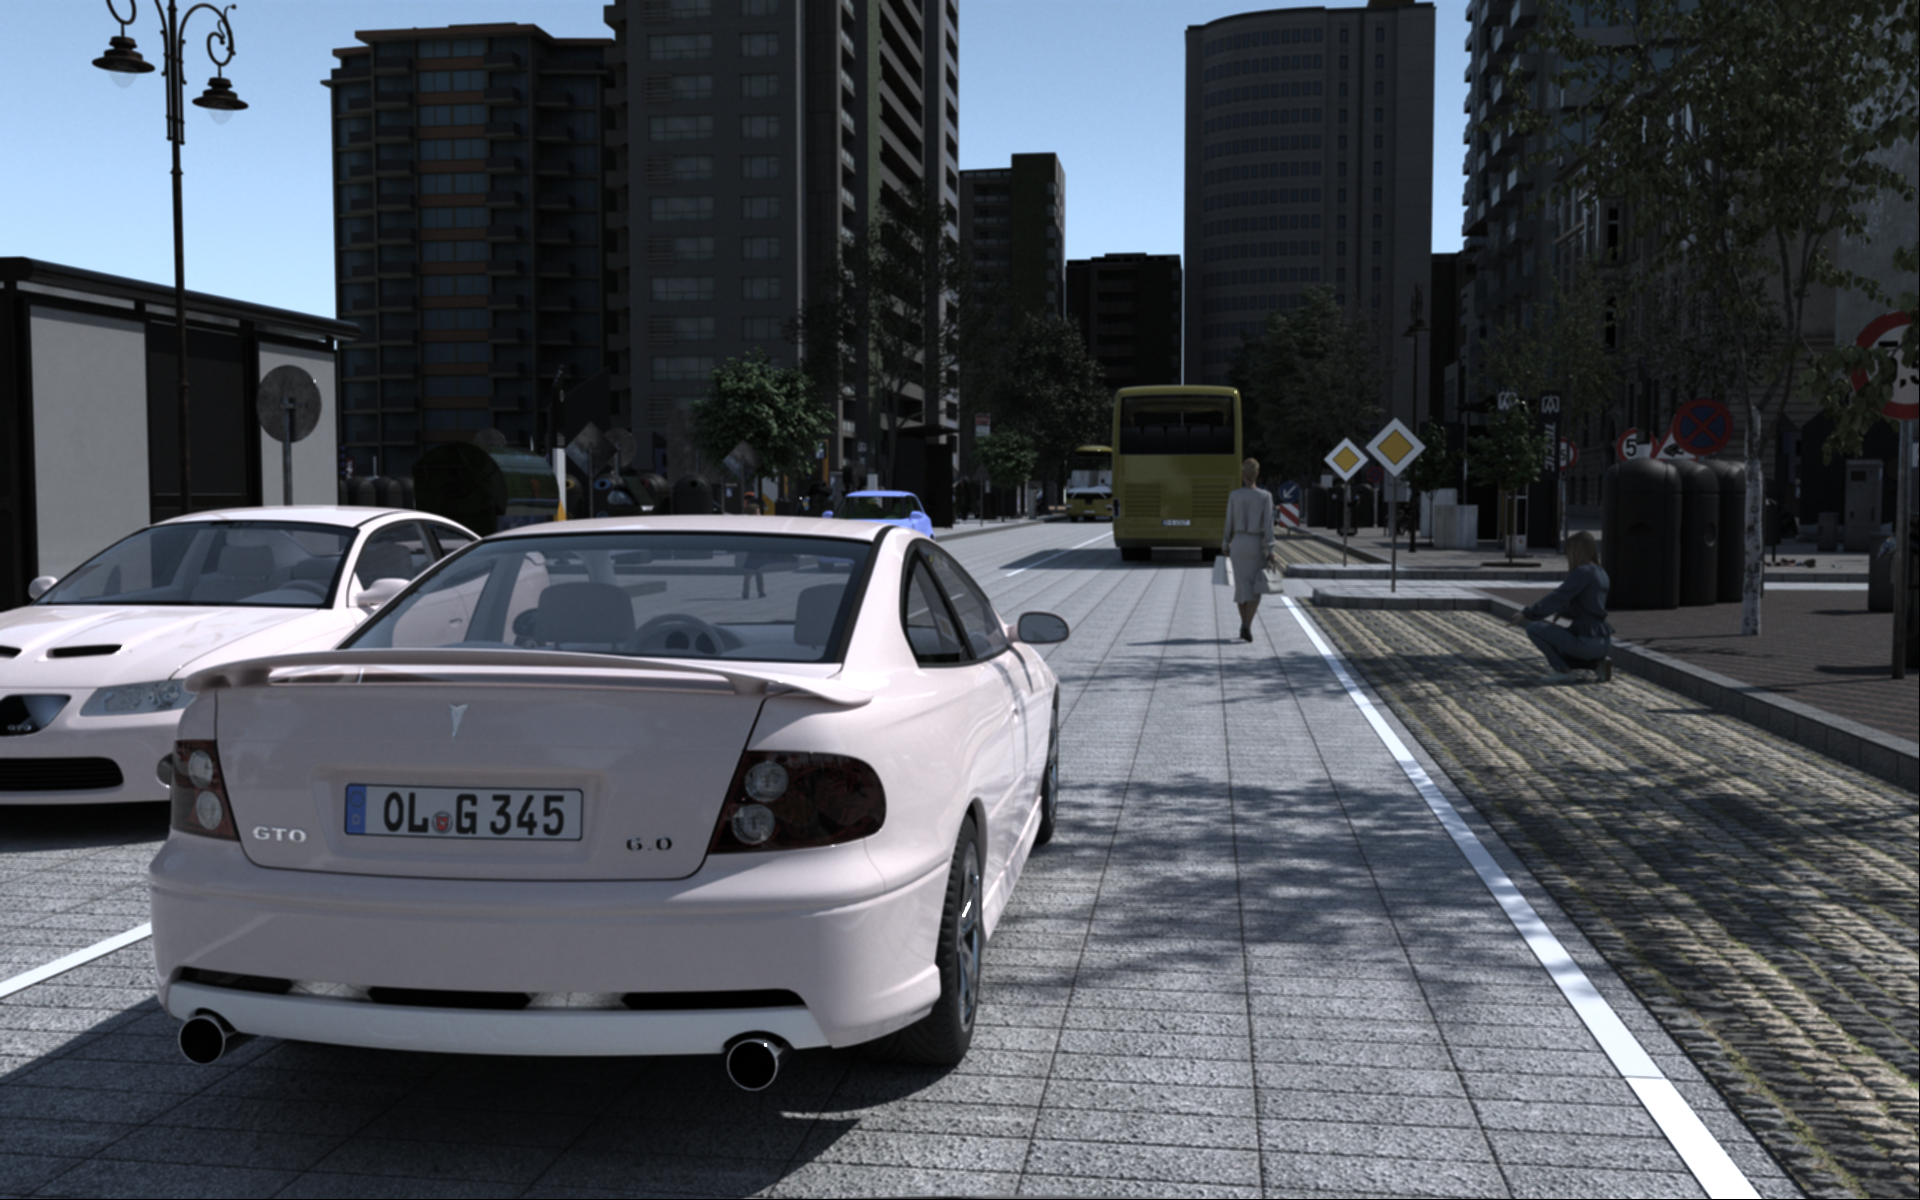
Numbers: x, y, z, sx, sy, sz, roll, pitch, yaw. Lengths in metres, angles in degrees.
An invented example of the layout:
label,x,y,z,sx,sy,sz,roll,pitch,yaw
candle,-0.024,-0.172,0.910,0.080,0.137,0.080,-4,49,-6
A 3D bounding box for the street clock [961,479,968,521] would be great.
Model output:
label,x,y,z,sx,sy,sz,roll,pitch,yaw
street clock,0.218,-4.852,83.907,0.358,2.002,0.471,-1,4,-14

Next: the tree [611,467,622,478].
label,x,y,z,sx,sy,sz,roll,pitch,yaw
tree,-20.062,-6.312,97.806,1.663,3.219,1.824,0,3,0

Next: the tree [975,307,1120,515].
label,x,y,z,sx,sy,sz,roll,pitch,yaw
tree,5.257,-11.570,106.178,9.611,12.733,9.660,0,3,0

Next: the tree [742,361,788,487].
label,x,y,z,sx,sy,sz,roll,pitch,yaw
tree,-11.035,-8.884,95.619,4.360,8.622,3.978,0,3,0

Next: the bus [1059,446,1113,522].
label,x,y,z,sx,sy,sz,roll,pitch,yaw
bus,7.392,-6.106,91.377,2.896,3.916,12.252,1,4,10

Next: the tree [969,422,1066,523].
label,x,y,z,sx,sy,sz,roll,pitch,yaw
tree,2.034,-5.813,78.748,4.285,4.588,4.351,0,3,0

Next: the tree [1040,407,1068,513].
label,x,y,z,sx,sy,sz,roll,pitch,yaw
tree,6.820,-10.276,118.368,4.360,8.622,3.978,0,3,0

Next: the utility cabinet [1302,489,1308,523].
label,x,y,z,sx,sy,sz,roll,pitch,yaw
utility cabinet,15.235,-4.068,75.199,0.318,1.500,1.173,0,4,0

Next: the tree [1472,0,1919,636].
label,x,y,z,sx,sy,sz,roll,pitch,yaw
tree,7.001,-3.976,15.377,4.737,8.622,4.395,0,3,0

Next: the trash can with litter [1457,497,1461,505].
label,x,y,z,sx,sy,sz,roll,pitch,yaw
trash can with litter,19.029,-3.390,66.812,0.624,1.170,1.055,1,4,21

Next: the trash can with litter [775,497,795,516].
label,x,y,z,sx,sy,sz,roll,pitch,yaw
trash can with litter,-11.639,-5.977,108.782,2.233,1.210,1.678,0,4,4

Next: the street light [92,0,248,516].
label,x,y,z,sx,sy,sz,roll,pitch,yaw
street light,-6.799,-2.588,15.102,0.468,5.910,1.993,0,4,8

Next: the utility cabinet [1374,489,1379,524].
label,x,y,z,sx,sy,sz,roll,pitch,yaw
utility cabinet,18.233,-3.995,74.002,1.173,1.500,0.318,-1,4,-23

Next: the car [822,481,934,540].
label,x,y,z,sx,sy,sz,roll,pitch,yaw
car,-1.583,-1.432,32.999,1.945,1.707,3.694,1,4,9

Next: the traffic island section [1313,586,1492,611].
label,x,y,z,sx,sy,sz,roll,pitch,yaw
traffic island section,5.677,-0.021,22.619,2.009,0.180,2.903,0,4,8

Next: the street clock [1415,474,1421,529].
label,x,y,z,sx,sy,sz,roll,pitch,yaw
street clock,16.503,-3.548,62.573,0.358,2.002,0.471,1,4,13

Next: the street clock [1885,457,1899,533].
label,x,y,z,sx,sy,sz,roll,pitch,yaw
street clock,18.207,-1.775,33.592,0.471,2.002,0.358,3,5,45

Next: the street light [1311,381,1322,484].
label,x,y,z,sx,sy,sz,roll,pitch,yaw
street light,14.665,-6.022,71.245,0.468,5.910,1.993,0,4,8

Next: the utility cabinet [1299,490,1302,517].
label,x,y,z,sx,sy,sz,roll,pitch,yaw
utility cabinet,19.599,-5.441,97.638,1.173,1.500,0.318,-3,5,-40

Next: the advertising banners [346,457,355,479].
label,x,y,z,sx,sy,sz,roll,pitch,yaw
advertising banners,-27.862,-5.198,81.176,2.074,3.025,0.090,0,4,4

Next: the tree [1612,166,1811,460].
label,x,y,z,sx,sy,sz,roll,pitch,yaw
tree,16.197,-5.309,37.171,4.360,8.622,3.978,0,3,0

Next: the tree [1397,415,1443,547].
label,x,y,z,sx,sy,sz,roll,pitch,yaw
tree,11.403,-2.922,42.384,1.663,3.219,1.824,0,3,0

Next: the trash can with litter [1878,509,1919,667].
label,x,y,z,sx,sy,sz,roll,pitch,yaw
trash can with litter,7.437,-0.088,12.828,1.055,1.170,0.624,0,4,2

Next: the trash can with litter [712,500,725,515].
label,x,y,z,sx,sy,sz,roll,pitch,yaw
trash can with litter,-6.023,-1.968,43.558,1.055,1.170,0.624,2,4,33

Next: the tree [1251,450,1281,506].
label,x,y,z,sx,sy,sz,roll,pitch,yaw
tree,26.161,-11.867,144.388,4.737,8.622,4.395,0,3,0

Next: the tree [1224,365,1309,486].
label,x,y,z,sx,sy,sz,roll,pitch,yaw
tree,24.178,-12.931,137.172,9.928,11.665,9.643,0,3,0

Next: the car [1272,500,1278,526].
label,x,y,z,sx,sy,sz,roll,pitch,yaw
car,13.326,-4.035,77.978,2.014,1.417,4.499,0,4,8

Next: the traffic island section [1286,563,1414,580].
label,x,y,z,sx,sy,sz,roll,pitch,yaw
traffic island section,6.801,-0.504,30.524,2.009,0.180,2.903,0,4,8

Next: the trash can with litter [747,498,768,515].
label,x,y,z,sx,sy,sz,roll,pitch,yaw
trash can with litter,-6.010,-2.433,51.174,0.624,1.170,1.055,0,4,-2

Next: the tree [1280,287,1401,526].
label,x,y,z,sx,sy,sz,roll,pitch,yaw
tree,13.431,-6.751,60.739,4.360,8.622,3.978,0,3,0

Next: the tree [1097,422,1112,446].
label,x,y,z,sx,sy,sz,roll,pitch,yaw
tree,15.133,-13.656,173.633,4.360,8.622,3.978,0,3,0

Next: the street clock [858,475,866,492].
label,x,y,z,sx,sy,sz,roll,pitch,yaw
street clock,-3.742,-3.665,64.494,0.358,2.002,0.471,-3,5,-41

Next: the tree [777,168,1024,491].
label,x,y,z,sx,sy,sz,roll,pitch,yaw
tree,-1.825,-7.037,49.463,7.601,10.594,8.767,1,4,17

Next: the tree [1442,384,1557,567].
label,x,y,z,sx,sy,sz,roll,pitch,yaw
tree,9.684,-2.215,30.809,1.663,3.219,1.824,0,3,0

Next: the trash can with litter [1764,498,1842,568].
label,x,y,z,sx,sy,sz,roll,pitch,yaw
trash can with litter,14.594,-1.215,30.930,1.678,1.210,2.233,-2,4,-26

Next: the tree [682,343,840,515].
label,x,y,z,sx,sy,sz,roll,pitch,yaw
tree,-4.342,-3.295,37.586,4.285,4.588,4.351,0,3,0

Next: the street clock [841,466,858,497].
label,x,y,z,sx,sy,sz,roll,pitch,yaw
street clock,-2.880,-2.433,44.342,0.358,2.002,0.471,0,4,-6

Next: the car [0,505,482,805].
label,x,y,z,sx,sy,sz,roll,pitch,yaw
car,-3.694,0.183,9.374,2.083,1.381,4.827,0,4,7

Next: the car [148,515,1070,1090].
label,x,y,z,sx,sy,sz,roll,pitch,yaw
car,-0.707,0.400,5.821,2.083,1.381,4.827,0,4,7

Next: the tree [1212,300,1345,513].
label,x,y,z,sx,sy,sz,roll,pitch,yaw
tree,21.672,-12.775,115.521,9.857,13.997,8.962,0,3,0

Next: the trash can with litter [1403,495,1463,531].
label,x,y,z,sx,sy,sz,roll,pitch,yaw
trash can with litter,16.139,-3.031,60.618,1.678,1.210,2.233,-1,4,-22

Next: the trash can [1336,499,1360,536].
label,x,y,z,sx,sy,sz,roll,pitch,yaw
trash can,11.818,-2.519,52.837,0.748,1.137,0.748,0,3,0

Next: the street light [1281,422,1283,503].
label,x,y,z,sx,sy,sz,roll,pitch,yaw
street light,19.354,-8.024,103.981,0.468,5.910,1.993,0,4,8

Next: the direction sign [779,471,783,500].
label,x,y,z,sx,sy,sz,roll,pitch,yaw
direction sign,-6.622,-4.437,64.549,0.379,3.537,0.876,1,4,18

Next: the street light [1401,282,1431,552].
label,x,y,z,sx,sy,sz,roll,pitch,yaw
street light,9.973,-3.988,37.987,0.468,5.910,1.993,0,4,8

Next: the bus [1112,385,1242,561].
label,x,y,z,sx,sy,sz,roll,pitch,yaw
bus,5.009,-2.956,39.882,2.896,3.916,12.252,0,4,7

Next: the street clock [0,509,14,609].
label,x,y,z,sx,sy,sz,roll,pitch,yaw
street clock,-10.684,-0.897,19.243,0.471,2.002,0.358,2,4,27

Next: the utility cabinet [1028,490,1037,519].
label,x,y,z,sx,sy,sz,roll,pitch,yaw
utility cabinet,3.694,-4.849,87.966,0.318,1.500,1.173,1,4,9

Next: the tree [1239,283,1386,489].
label,x,y,z,sx,sy,sz,roll,pitch,yaw
tree,18.937,-10.704,93.140,7.486,12.596,7.792,0,3,0
